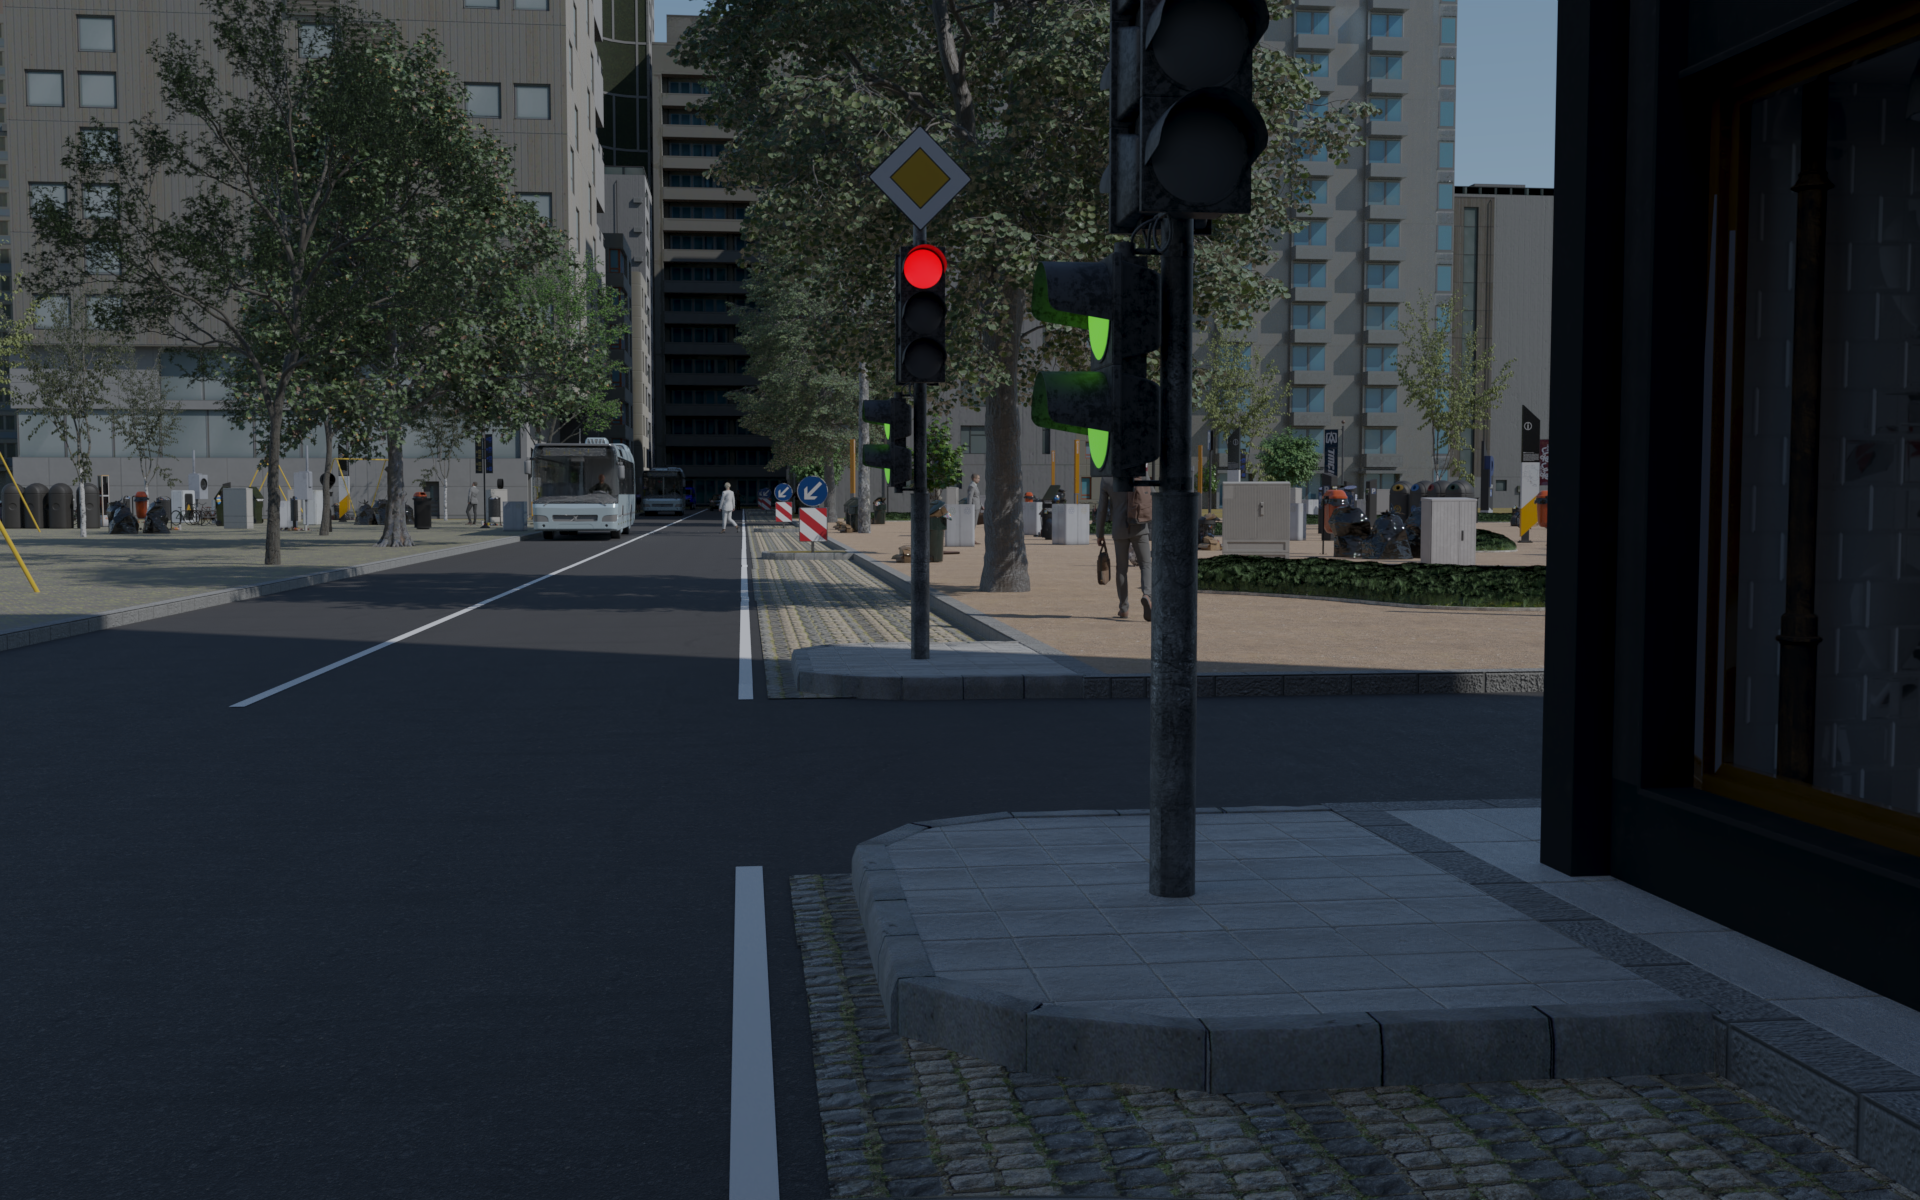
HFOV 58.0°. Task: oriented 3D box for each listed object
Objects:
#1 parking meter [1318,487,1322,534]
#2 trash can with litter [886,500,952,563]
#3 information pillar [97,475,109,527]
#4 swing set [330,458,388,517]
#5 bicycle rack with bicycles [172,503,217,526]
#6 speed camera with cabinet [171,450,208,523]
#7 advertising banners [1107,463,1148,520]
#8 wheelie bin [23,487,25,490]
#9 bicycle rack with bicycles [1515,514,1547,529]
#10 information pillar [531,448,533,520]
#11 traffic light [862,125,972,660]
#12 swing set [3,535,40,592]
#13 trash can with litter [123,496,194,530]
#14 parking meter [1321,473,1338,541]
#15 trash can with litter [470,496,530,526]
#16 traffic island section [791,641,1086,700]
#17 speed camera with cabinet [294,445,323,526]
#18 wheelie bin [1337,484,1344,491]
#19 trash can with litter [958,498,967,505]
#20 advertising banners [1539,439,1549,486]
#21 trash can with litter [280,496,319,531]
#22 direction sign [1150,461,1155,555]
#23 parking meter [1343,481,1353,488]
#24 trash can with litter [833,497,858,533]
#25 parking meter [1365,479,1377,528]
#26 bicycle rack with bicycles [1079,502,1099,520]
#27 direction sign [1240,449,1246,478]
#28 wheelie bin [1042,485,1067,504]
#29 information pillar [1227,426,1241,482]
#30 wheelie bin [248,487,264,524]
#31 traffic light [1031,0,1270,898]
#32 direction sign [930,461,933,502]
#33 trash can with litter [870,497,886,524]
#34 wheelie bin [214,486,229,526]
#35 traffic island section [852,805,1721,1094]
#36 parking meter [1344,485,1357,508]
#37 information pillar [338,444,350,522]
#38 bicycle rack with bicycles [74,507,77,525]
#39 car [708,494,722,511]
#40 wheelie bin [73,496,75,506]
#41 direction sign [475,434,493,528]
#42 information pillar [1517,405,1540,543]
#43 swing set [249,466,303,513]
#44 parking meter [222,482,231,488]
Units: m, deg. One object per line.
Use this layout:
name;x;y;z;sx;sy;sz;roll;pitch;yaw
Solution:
parking meter;11.757;-2.906;55.928;0.372;1.533;0.369;0;3;0
trash can with litter;-0.717;-1.284;32.388;1.055;1.170;0.624;-2;4;-32
information pillar;-33.290;-3.843;67.324;0.304;2.012;0.304;2;4;31
swing set;-26.497;-4.823;76.475;2.862;2.851;3.119;2;4;31
bicycle rack with bicycles;-30.993;-3.536;71.195;2.852;0.926;2.925;3;5;40
speed camera with cabinet;-34.348;-5.070;77.223;0.660;3.252;2.038;0;4;7
advertising banners;6.329;-4.190;64.691;2.074;3.025;0.090;-2;4;-35
wheelie bin;-42.418;-4.303;78.255;0.980;1.594;0.693;1;4;22
bicycle rack with bicycles;22.047;-3.030;62.926;2.925;0.926;2.852;3;5;41
information pillar;-21.217;-5.825;86.591;0.504;3.616;0.183;-2;4;-28
traffic light;-0.328;-1.496;13.380;0.839;4.253;0.868;0;4;-7
swing set;-12.920;-1.410;20.668;2.862;2.851;3.119;-1;4;-18
trash can with litter;-28.542;-3.080;61.410;2.233;1.210;1.678;0;4;4
parking meter;10.138;-2.555;47.490;0.255;1.863;0.399;-3;4;-38
trash can with litter;-18.538;-3.612;70.115;2.233;1.210;1.678;1;4;13
traffic island section;-0.287;0.537;13.499;2.009;0.180;2.903;0;4;-7
speed camera with cabinet;-26.779;-4.699;71.168;0.660;3.252;2.038;0;4;-3
wheelie bin;11.767;-2.817;53.972;0.980;1.594;0.693;-3;5;-40
trash can with litter;-0.074;-2.643;54.593;1.055;1.170;0.624;-3;4;-38
advertising banners;19.242;-3.580;54.726;2.074;3.025;0.090;2;4;29
trash can with litter;-23.376;-3.055;61.002;1.678;1.210;2.233;-2;4;-27
direction sign;3.919;-2.635;35.082;0.876;3.537;0.379;2;4;23
parking meter;17.532;-4.435;78.216;0.399;1.863;0.255;-1;4;-20
trash can with litter;-4.034;-3.117;62.349;0.624;1.170;1.055;3;5;45
parking meter;15.753;-3.710;66.376;0.399;1.863;0.255;-2;4;-24
bicycle rack with bicycles;5.287;-3.994;78.689;2.852;0.926;2.925;1;4;18
direction sign;13.794;-5.769;86.323;0.876;3.537;0.379;0;4;4
wheelie bin;3.249;-3.149;59.397;0.693;1.594;0.980;-2;4;-29
information pillar;9.454;-4.181;59.715;0.504;3.616;0.183;3;5;43
wheelie bin;-30.608;-4.101;74.965;0.693;1.594;0.980;0;4;8
traffic light;0.664;-1.011;5.457;0.839;4.253;0.868;0;4;-7
direction sign;-1.210;-4.721;69.186;0.876;3.537;0.379;-1;4;-18
trash can with litter;-3.547;-3.775;73.107;0.624;1.170;1.055;-2;4;-34
wheelie bin;-29.328;-3.748;69.183;0.693;1.594;0.980;0;4;-2
traffic island section;0.705;1.022;5.576;2.009;0.180;2.903;0;4;-7
parking meter;11.187;-2.522;49.652;0.372;1.533;0.369;0;3;0
information pillar;-28.462;-5.421;79.986;0.504;3.616;0.183;0;4;0
bicycle rack with bicycles;-36.901;-3.544;71.319;2.925;0.926;2.852;0;4;5
car;-20.227;-8.341;146.155;2.009;1.686;4.222;0;4;-7
wheelie bin;-41.257;-4.404;79.919;0.693;1.594;0.980;-1;4;-20
direction sign;-17.964;-4.490;65.414;0.876;3.537;0.379;2;4;29
information pillar;14.932;-3.306;45.413;0.504;3.616;0.183;0;4;-5
swing set;-32.488;-5.131;81.507;2.862;2.851;3.119;-1;4;-12
parking meter;-35.410;-4.765;83.626;0.399;1.863;0.255;-1;4;-18
